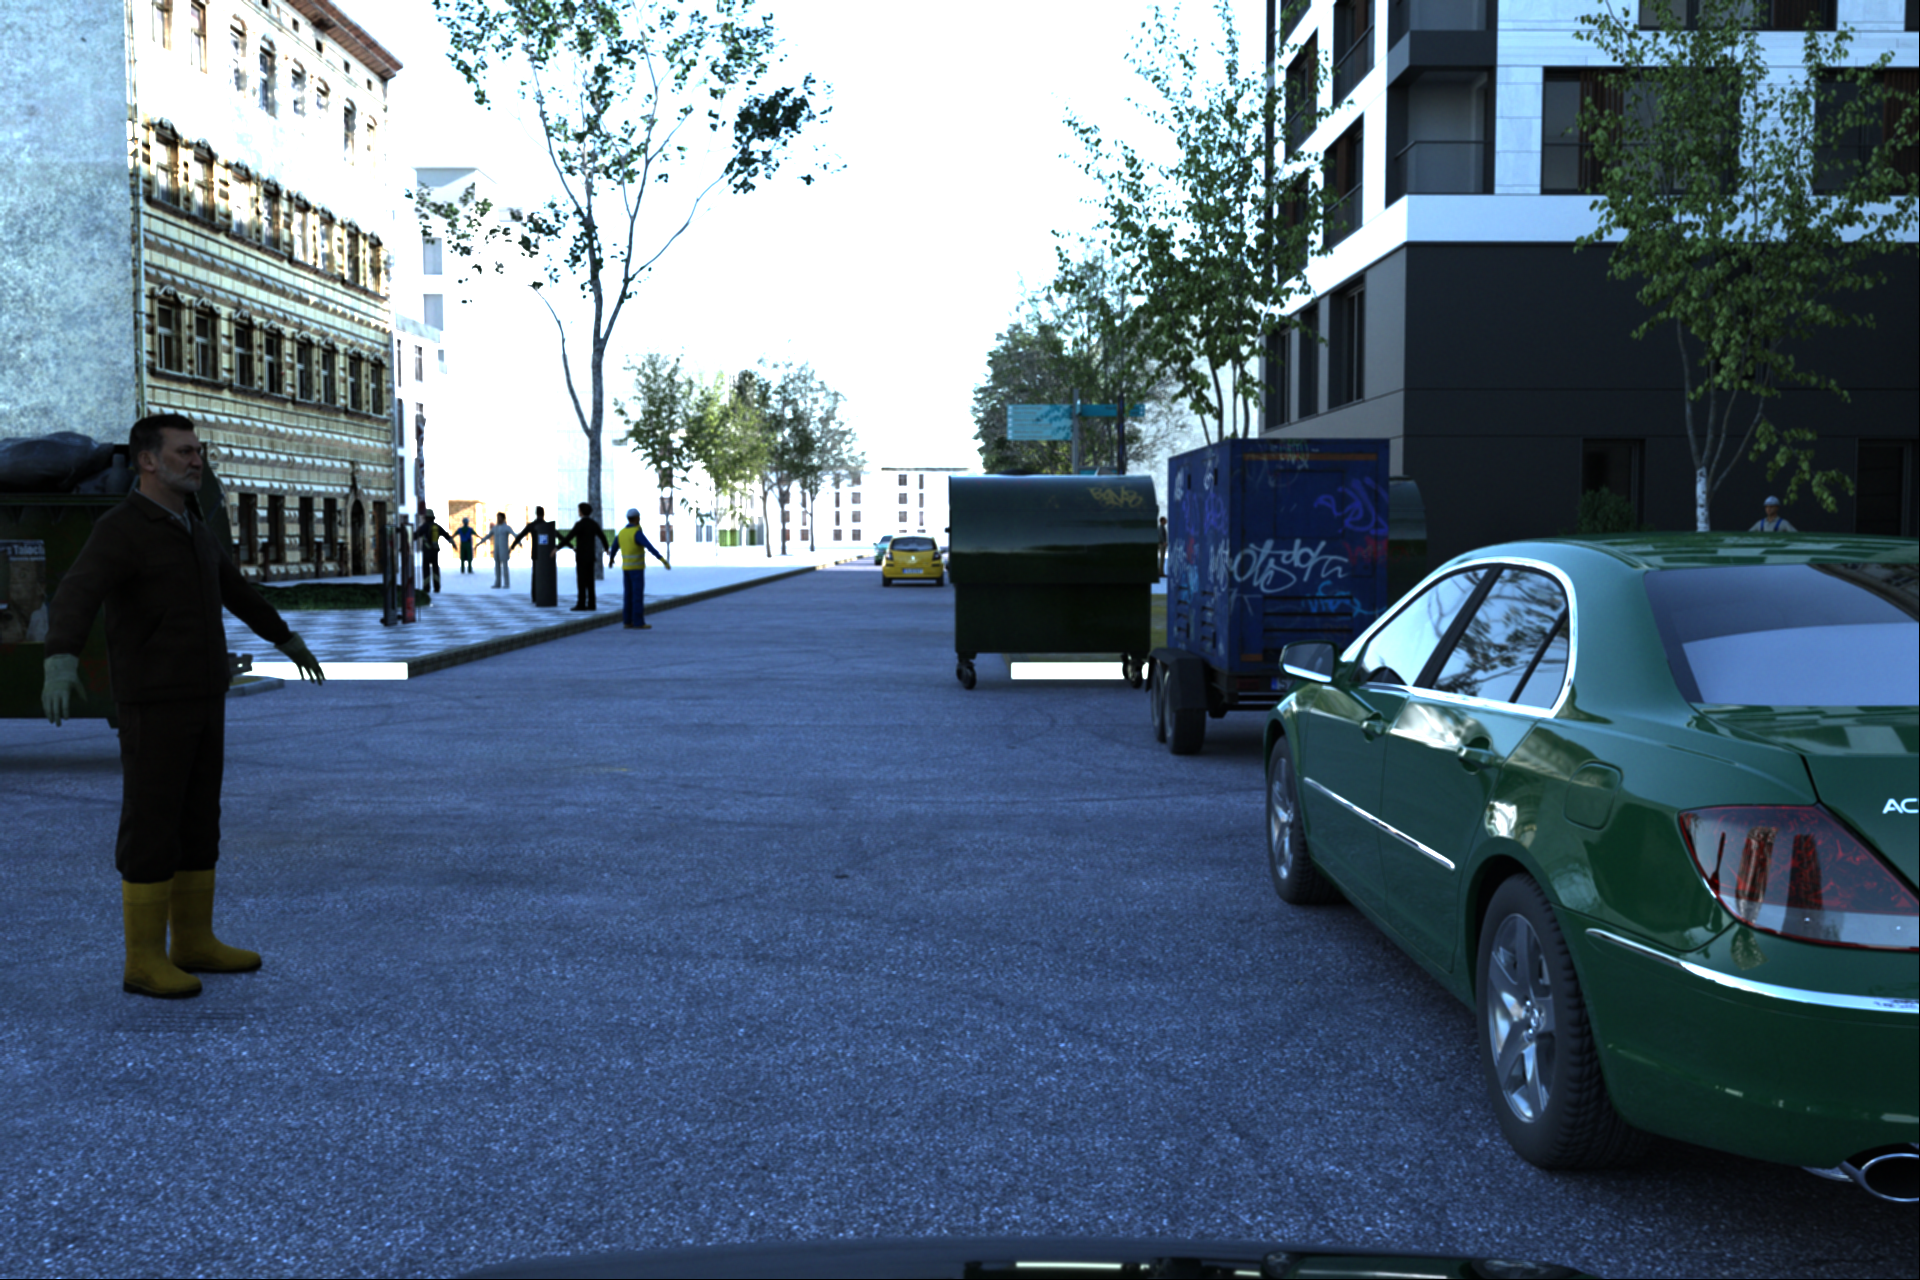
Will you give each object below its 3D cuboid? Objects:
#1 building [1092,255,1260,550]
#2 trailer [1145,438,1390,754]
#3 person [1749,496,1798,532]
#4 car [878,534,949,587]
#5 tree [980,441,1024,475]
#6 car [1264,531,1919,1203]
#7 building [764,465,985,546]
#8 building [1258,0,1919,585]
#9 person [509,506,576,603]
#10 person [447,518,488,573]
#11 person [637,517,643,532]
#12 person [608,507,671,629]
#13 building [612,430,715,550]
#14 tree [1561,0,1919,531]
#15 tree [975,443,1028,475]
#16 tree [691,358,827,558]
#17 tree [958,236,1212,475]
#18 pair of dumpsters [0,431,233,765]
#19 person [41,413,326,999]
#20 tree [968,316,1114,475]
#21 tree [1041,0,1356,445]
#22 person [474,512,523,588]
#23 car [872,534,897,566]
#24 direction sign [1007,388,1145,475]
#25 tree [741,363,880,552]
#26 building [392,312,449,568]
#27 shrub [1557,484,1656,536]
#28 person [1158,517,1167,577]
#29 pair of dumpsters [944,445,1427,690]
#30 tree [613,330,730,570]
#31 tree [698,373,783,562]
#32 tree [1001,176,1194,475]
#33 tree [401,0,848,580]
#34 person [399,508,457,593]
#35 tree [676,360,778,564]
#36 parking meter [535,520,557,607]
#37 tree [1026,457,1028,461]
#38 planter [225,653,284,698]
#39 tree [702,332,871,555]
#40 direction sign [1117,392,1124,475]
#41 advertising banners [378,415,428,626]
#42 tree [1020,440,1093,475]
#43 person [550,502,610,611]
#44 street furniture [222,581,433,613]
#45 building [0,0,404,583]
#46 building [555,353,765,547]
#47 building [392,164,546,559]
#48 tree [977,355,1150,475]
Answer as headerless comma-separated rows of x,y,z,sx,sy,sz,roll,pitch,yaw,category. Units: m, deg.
20.246,-19.218,145.147,19.493,23.208,18.063,0,4,-1,building
2.050,-0.322,12.309,1.471,1.999,3.904,0,4,-1,trailer
12.179,-1.235,26.044,0.705,1.847,1.347,-3,5,-42,person
-1.302,-2.344,48.549,2.015,1.641,3.980,0,4,-1,car
4.534,-11.549,123.243,7.601,10.594,8.767,0,4,6,tree
2.166,0.395,5.344,2.131,1.459,4.920,0,4,-1,car
-9.684,-16.374,212.311,28.070,9.664,9.099,0,4,1,building
21.547,-12.387,46.507,27.936,21.610,32.646,0,4,-1,building
-7.823,-1.599,32.372,1.346,1.802,0.704,1,4,9,person
-16.139,-3.090,56.648,1.347,1.817,0.704,0,4,4,person
-9.382,-2.706,50.217,0.705,1.833,1.349,-1,4,-10,person
-4.921,-1.090,26.250,1.349,1.833,0.705,3,4,39,person
-26.213,-12.936,153.651,9.099,9.664,28.070,0,4,-1,building
8.719,-4.246,19.785,4.737,8.622,4.395,0,3,0,tree
5.079,-10.643,108.424,8.767,10.594,7.601,0,4,3,tree
-10.534,-9.667,92.460,7.601,10.594,8.767,1,4,9,tree
5.010,-9.788,70.400,12.009,13.543,11.850,0,3,0,tree
-6.995,-0.354,10.735,4.436,2.255,1.574,0,4,-1,pair of dumpsters
-2.479,0.189,5.504,0.704,1.812,1.346,1,4,11,person
4.891,-11.811,99.764,9.857,13.997,8.962,0,3,0,tree
3.357,-4.438,22.921,4.737,8.622,4.395,0,3,0,tree
-10.909,-2.137,41.127,1.347,1.806,0.705,1,4,20,person
-2.984,-4.187,80.249,2.131,1.459,4.920,0,4,0,car
2.119,-2.600,31.280,2.525,3.948,1.411,0,4,1,direction sign
-10.684,-13.031,123.427,12.009,13.543,11.850,0,3,0,tree
-25.863,-7.899,71.293,9.099,9.664,28.070,0,4,0,building
10.016,-1.406,27.033,1.661,2.075,1.752,0,3,0,shrub
6.047,-2.764,51.460,0.705,1.796,1.348,0,4,7,person
2.070,-0.705,16.475,4.436,2.255,1.574,0,4,-1,pair of dumpsters
-10.433,-6.827,61.979,4.737,8.622,4.395,0,3,0,tree
-9.914,-7.886,79.292,4.360,8.622,3.978,0,3,0,tree
3.352,-5.179,35.040,4.360,8.622,3.978,0,3,0,tree
-9.563,-11.828,49.285,12.611,20.169,13.585,0,3,0,tree
-11.604,-1.966,37.927,1.354,1.856,0.705,-3,5,-43,person
-10.191,-7.534,73.540,4.737,8.622,4.395,0,3,0,tree
-7.324,-1.359,30.636,0.372,1.533,0.369,0,3,0,parking meter
5.104,-10.161,116.495,4.360,8.622,3.978,0,3,0,tree
-7.308,0.333,15.699,1.991,0.319,1.994,0,4,0,planter
-10.802,-11.945,105.668,12.009,13.543,11.850,0,3,0,tree
2.600,-2.212,28.160,0.379,3.537,0.876,0,4,0,direction sign
-7.963,-1.756,24.899,0.090,3.025,2.074,0,4,1,advertising banners
4.922,-8.591,90.822,4.737,8.622,4.395,0,3,0,tree
-6.283,-1.391,28.936,0.705,1.806,1.347,2,4,31,person
-14.377,-0.941,31.015,10.072,0.657,5.734,3,5,40,street furniture
-27.500,-13.203,46.804,19.493,23.208,18.063,0,4,-1,building
-31.176,-19.510,185.453,16.747,18.905,31.486,0,4,0,building
-29.519,-14.289,90.045,16.016,20.090,11.380,0,4,-1,building
5.046,-9.169,84.323,8.767,10.594,7.601,0,4,1,tree
